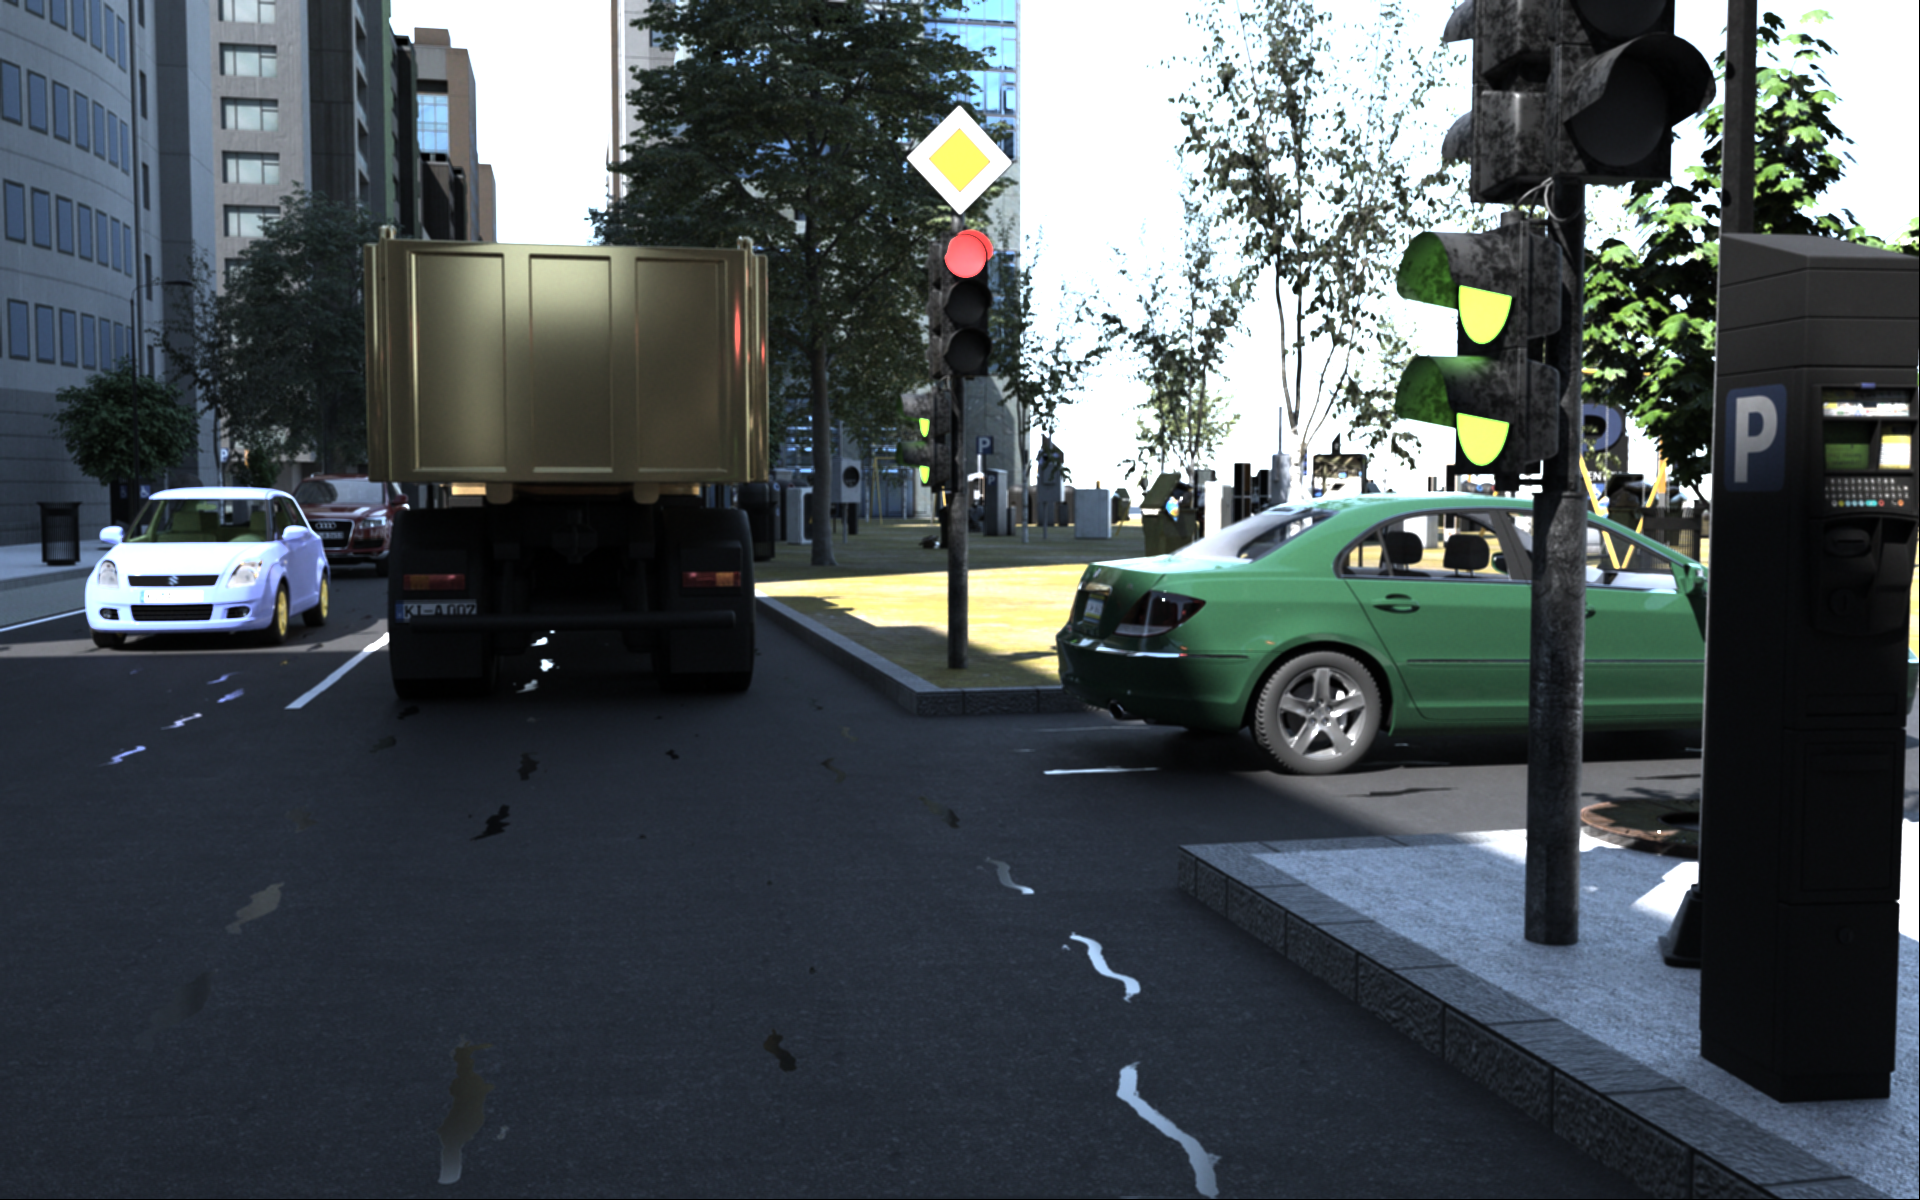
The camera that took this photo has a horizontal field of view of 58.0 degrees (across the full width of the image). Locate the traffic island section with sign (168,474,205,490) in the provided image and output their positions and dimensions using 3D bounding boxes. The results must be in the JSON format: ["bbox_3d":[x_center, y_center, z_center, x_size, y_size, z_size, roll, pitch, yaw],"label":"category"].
[{"bbox_3d":[-14.699,-1.480,32.825,1.989,1.847,2.006,-1,4,-12],"label":"traffic island section with sign"}]

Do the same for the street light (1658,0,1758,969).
[{"bbox_3d":[1.562,-1.955,4.502,1.470,5.913,1.316,-1,4,-12],"label":"street light"}]

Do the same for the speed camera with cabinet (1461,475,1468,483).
[{"bbox_3d":[26.487,-6.042,93.129,2.038,3.252,0.660,-1,4,-21],"label":"speed camera with cabinet"}]

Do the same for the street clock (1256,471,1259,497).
[{"bbox_3d":[9.332,-2.992,53.496,0.358,2.002,0.471,2,4,32],"label":"street clock"}]

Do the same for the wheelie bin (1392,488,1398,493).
[{"bbox_3d":[21.504,-4.803,86.442,0.693,1.594,0.980,2,4,32],"label":"wheelie bin"}]

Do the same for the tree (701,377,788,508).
[{"bbox_3d":[-5.445,-3.438,39.931,4.285,4.588,4.351,0,3,0],"label":"tree"}]

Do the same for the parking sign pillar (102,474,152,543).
[{"bbox_3d":[-22.065,-3.521,46.039,1.447,3.967,1.447,2,4,34],"label":"parking sign pillar"}]

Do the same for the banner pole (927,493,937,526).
[{"bbox_3d":[-1.109,-4.896,70.063,0.401,3.779,0.863,-1,4,-9],"label":"banner pole"}]

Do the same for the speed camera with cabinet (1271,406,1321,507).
[{"bbox_3d":[7.485,-2.688,38.284,0.660,3.252,2.038,-1,4,-9],"label":"speed camera with cabinet"}]

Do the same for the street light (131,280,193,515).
[{"bbox_3d":[-17.319,-3.979,37.601,1.470,5.913,1.316,-1,4,-12],"label":"street light"}]

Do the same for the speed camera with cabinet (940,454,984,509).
[{"bbox_3d":[0.176,-5.043,76.783,2.038,3.252,0.660,1,4,15],"label":"speed camera with cabinet"}]

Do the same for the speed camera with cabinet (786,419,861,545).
[{"bbox_3d":[-3.488,-3.066,44.467,2.038,3.252,0.660,-3,5,-43],"label":"speed camera with cabinet"}]

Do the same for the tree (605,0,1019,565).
[{"bbox_3d":[-2.640,-6.876,30.543,7.486,12.596,7.792,0,3,0],"label":"tree"}]

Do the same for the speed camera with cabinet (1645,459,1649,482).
[{"bbox_3d":[37.533,-6.137,94.681,0.660,3.252,2.038,3,5,40],"label":"speed camera with cabinet"}]

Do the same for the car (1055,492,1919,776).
[{"bbox_3d":[3.008,0.116,9.900,4.920,1.459,2.131,-1,4,-11],"label":"car"}]

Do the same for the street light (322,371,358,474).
[{"bbox_3d":[-23.342,-5.667,65.190,1.470,5.913,1.316,-1,4,-12],"label":"street light"}]

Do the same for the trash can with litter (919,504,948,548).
[{"bbox_3d":[-0.458,-1.806,40.910,1.055,1.170,0.624,1,4,19],"label":"trash can with litter"}]

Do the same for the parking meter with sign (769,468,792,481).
[{"bbox_3d":[-5.320,-3.362,51.233,0.543,3.016,1.738,3,5,43],"label":"parking meter with sign"}]

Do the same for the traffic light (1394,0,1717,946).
[{"bbox_3d":[1.684,-0.976,4.872,0.839,4.253,0.868,-1,4,-12],"label":"traffic light"}]

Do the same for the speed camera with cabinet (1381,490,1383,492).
[{"bbox_3d":[15.280,-4.420,66.605,2.038,3.252,0.660,1,4,17],"label":"speed camera with cabinet"}]

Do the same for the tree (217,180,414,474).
[{"bbox_3d":[-26.412,-10.130,72.278,9.857,13.997,8.962,0,3,0],"label":"tree"}]

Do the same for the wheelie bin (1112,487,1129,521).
[{"bbox_3d":[7.602,-4.530,81.980,0.980,1.594,0.693,-3,4,-37],"label":"wheelie bin"}]

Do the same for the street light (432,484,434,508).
[{"bbox_3d":[-33.663,-8.554,112.400,1.470,5.913,1.316,-1,4,-12],"label":"street light"}]

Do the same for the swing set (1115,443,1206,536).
[{"bbox_3d":[6.655,-3.433,53.757,2.862,2.851,3.119,2,4,28],"label":"swing set"}]

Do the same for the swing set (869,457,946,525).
[{"bbox_3d":[-2.361,-4.694,74.363,3.119,2.851,2.862,-1,4,-13],"label":"swing set"}]

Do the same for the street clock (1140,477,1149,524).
[{"bbox_3d":[7.960,-4.295,74.791,0.358,2.002,0.471,3,4,37],"label":"street clock"}]

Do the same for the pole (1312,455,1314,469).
[{"bbox_3d":[18.313,-5.856,89.593,0.158,3.312,0.155,0,3,0],"label":"pole"}]

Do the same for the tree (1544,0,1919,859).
[{"bbox_3d":[2.926,-0.714,6.280,1.663,3.219,1.824,0,3,0],"label":"tree"}]

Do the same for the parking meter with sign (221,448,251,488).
[{"bbox_3d":[-27.042,-4.221,65.269,1.738,3.016,0.543,1,4,16],"label":"parking meter with sign"}]

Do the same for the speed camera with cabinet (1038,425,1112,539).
[{"bbox_3d":[3.303,-3.387,49.719,2.038,3.252,0.660,1,4,15],"label":"speed camera with cabinet"}]

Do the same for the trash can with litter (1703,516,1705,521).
[{"bbox_3d":[36.181,-4.385,83.083,1.055,1.170,0.624,2,4,33],"label":"trash can with litter"}]

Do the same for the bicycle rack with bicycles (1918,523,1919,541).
[{"bbox_3d":[24.369,-1.964,45.498,2.925,0.926,2.852,2,4,25],"label":"bicycle rack with bicycles"}]

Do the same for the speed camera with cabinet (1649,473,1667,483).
[{"bbox_3d":[30.151,-4.893,74.331,0.660,3.252,2.038,2,4,27],"label":"speed camera with cabinet"}]

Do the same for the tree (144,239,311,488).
[{"bbox_3d":[-21.621,-6.158,51.049,4.360,8.622,3.978,0,3,0],"label":"tree"}]

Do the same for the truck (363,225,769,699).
[{"bbox_3d":[-3.524,-1.223,15.915,3.469,3.379,9.791,-1,4,-12],"label":"truck"}]

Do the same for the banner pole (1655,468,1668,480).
[{"bbox_3d":[25.660,-4.474,63.165,0.863,3.779,0.401,-2,4,-24],"label":"banner pole"}]

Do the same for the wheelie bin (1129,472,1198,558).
[{"bbox_3d":[3.071,-1.074,25.472,0.693,1.594,0.980,-1,4,-23],"label":"wheelie bin"}]

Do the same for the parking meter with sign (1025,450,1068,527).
[{"bbox_3d":[3.400,-4.425,68.604,1.738,3.016,0.543,-1,4,-9],"label":"parking meter with sign"}]

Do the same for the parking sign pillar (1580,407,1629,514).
[{"bbox_3d":[13.737,-2.997,37.478,1.447,3.967,1.447,1,4,11],"label":"parking sign pillar"}]

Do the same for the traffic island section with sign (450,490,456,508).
[{"bbox_3d":[-30.919,-5.983,106.445,1.989,1.847,2.006,-1,4,-12],"label":"traffic island section with sign"}]

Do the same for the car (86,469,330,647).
[{"bbox_3d":[-7.488,-0.480,17.445,1.945,1.707,3.694,-1,4,-11],"label":"car"}]

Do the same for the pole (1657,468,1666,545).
[{"bbox_3d":[16.129,-2.811,39.804,0.158,3.312,0.155,0,3,0],"label":"pole"}]

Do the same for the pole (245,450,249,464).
[{"bbox_3d":[-32.912,-5.274,80.077,0.158,3.312,0.155,0,3,0],"label":"pole"}]

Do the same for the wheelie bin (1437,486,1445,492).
[{"bbox_3d":[18.914,-3.642,67.461,0.980,1.594,0.693,-3,4,-38],"label":"wheelie bin"}]

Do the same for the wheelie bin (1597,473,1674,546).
[{"bbox_3d":[10.029,-1.105,25.983,0.980,1.594,0.693,-2,4,-27],"label":"wheelie bin"}]

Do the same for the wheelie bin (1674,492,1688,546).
[{"bbox_3d":[17.390,-2.120,42.577,0.980,1.594,0.693,0,4,2],"label":"wheelie bin"}]

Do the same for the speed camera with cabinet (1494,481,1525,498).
[{"bbox_3d":[20.127,-4.217,63.287,0.660,3.252,2.038,0,4,-1],"label":"speed camera with cabinet"}]

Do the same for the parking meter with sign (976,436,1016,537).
[{"bbox_3d":[1.147,-3.469,52.982,0.543,3.016,1.738,2,4,29],"label":"parking meter with sign"}]

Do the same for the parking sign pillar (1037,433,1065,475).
[{"bbox_3d":[3.980,-5.353,75.994,1.447,3.967,1.447,-3,5,-43],"label":"parking sign pillar"}]

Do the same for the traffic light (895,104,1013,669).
[{"bbox_3d":[-0.034,-1.453,12.670,0.839,4.253,0.868,-1,4,-12],"label":"traffic light"}]

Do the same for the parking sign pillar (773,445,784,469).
[{"bbox_3d":[-6.303,-4.245,57.879,1.447,3.967,1.447,1,4,14],"label":"parking sign pillar"}]

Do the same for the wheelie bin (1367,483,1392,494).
[{"bbox_3d":[11.313,-2.444,47.870,0.693,1.594,0.980,3,5,43],"label":"wheelie bin"}]

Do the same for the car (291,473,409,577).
[{"bbox_3d":[-11.152,-1.395,31.487,2.281,1.827,5.304,-1,4,-12],"label":"car"}]

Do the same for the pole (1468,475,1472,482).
[{"bbox_3d":[26.731,-5.933,90.840,0.158,3.312,0.155,0,3,0],"label":"pole"}]

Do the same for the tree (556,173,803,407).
[{"bbox_3d":[-10.772,-9.699,65.234,9.857,13.997,8.962,0,3,0],"label":"tree"}]

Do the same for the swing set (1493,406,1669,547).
[{"bbox_3d":[8.384,-1.495,22.066,3.119,2.851,2.862,-2,4,-26],"label":"swing set"}]

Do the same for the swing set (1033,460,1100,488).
[{"bbox_3d":[5.072,-5.091,80.852,3.119,2.851,2.862,2,4,29],"label":"swing set"}]
